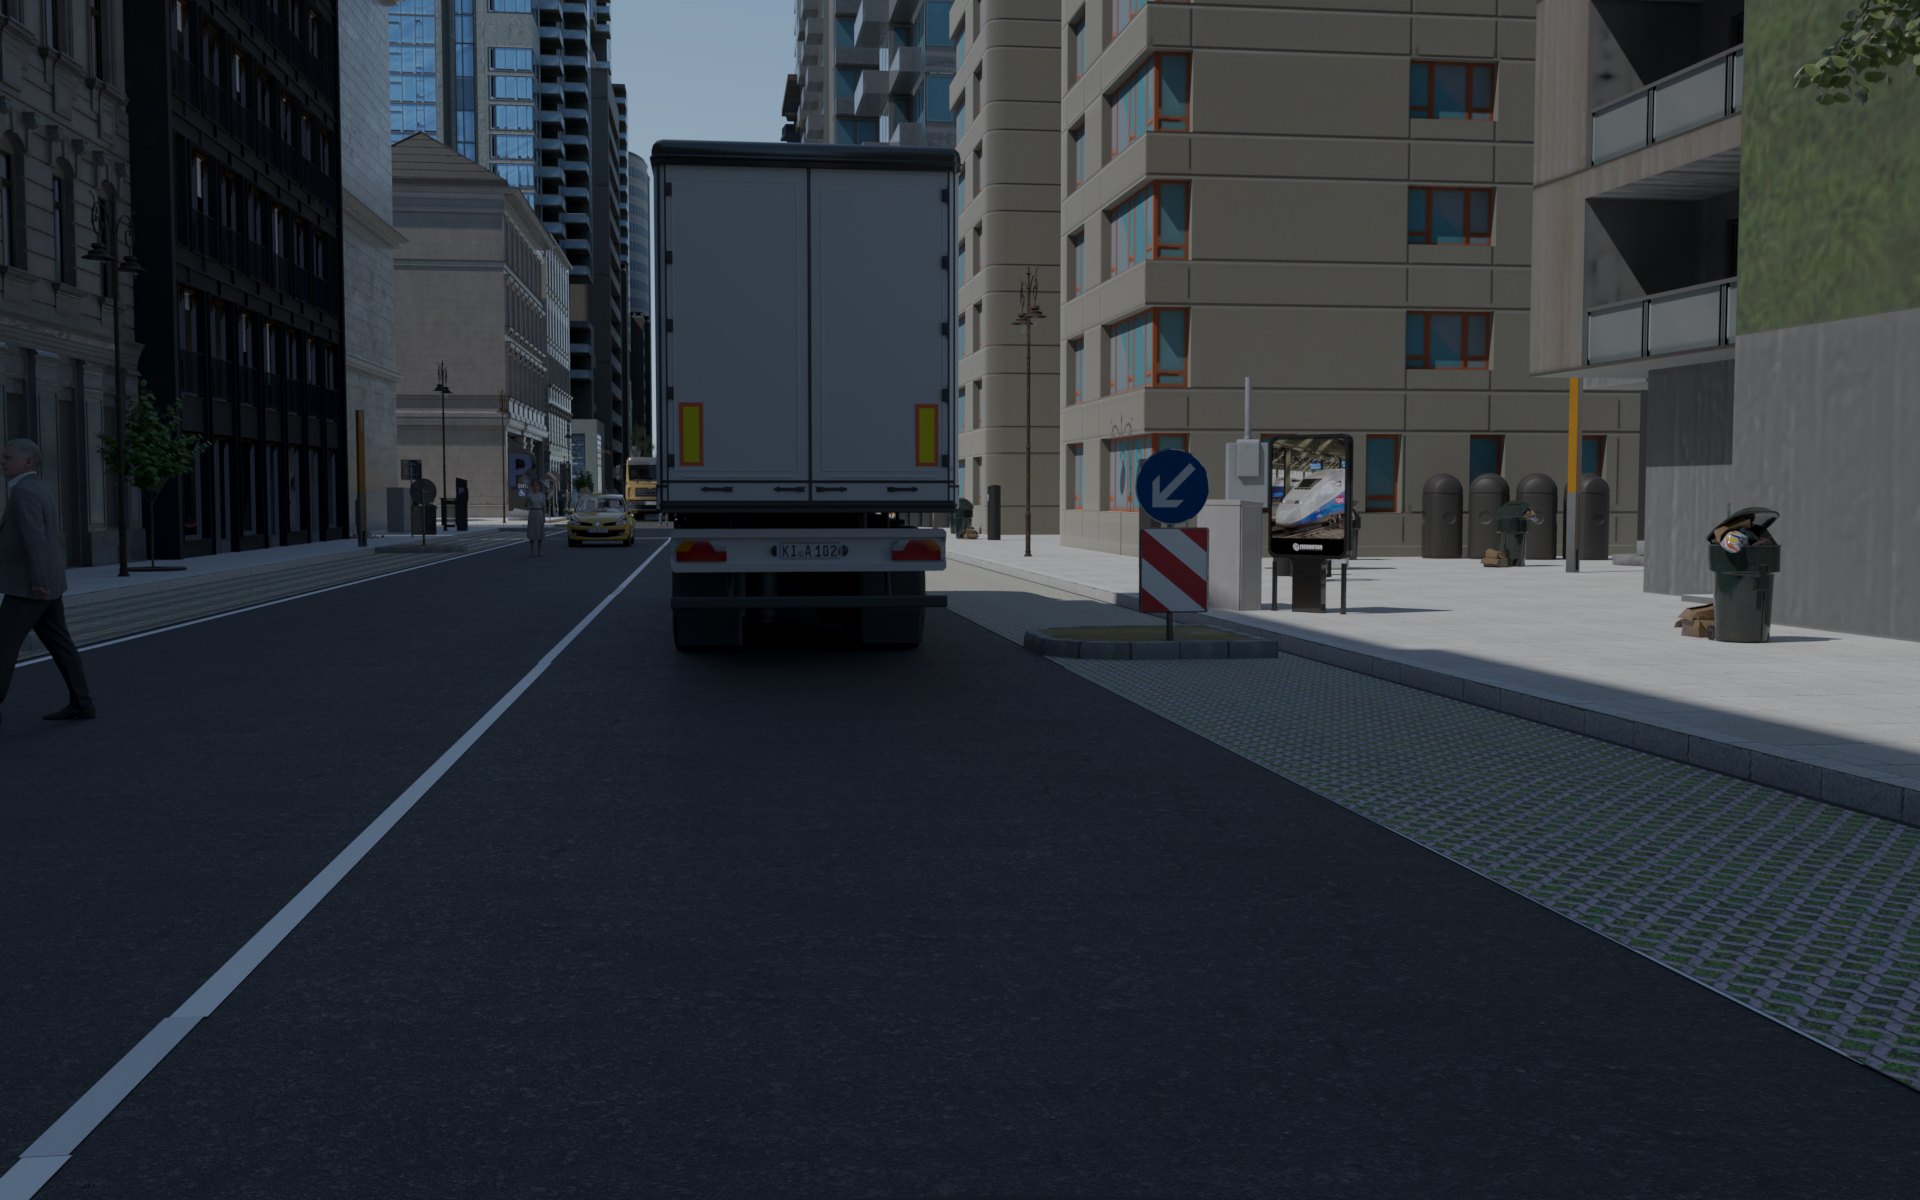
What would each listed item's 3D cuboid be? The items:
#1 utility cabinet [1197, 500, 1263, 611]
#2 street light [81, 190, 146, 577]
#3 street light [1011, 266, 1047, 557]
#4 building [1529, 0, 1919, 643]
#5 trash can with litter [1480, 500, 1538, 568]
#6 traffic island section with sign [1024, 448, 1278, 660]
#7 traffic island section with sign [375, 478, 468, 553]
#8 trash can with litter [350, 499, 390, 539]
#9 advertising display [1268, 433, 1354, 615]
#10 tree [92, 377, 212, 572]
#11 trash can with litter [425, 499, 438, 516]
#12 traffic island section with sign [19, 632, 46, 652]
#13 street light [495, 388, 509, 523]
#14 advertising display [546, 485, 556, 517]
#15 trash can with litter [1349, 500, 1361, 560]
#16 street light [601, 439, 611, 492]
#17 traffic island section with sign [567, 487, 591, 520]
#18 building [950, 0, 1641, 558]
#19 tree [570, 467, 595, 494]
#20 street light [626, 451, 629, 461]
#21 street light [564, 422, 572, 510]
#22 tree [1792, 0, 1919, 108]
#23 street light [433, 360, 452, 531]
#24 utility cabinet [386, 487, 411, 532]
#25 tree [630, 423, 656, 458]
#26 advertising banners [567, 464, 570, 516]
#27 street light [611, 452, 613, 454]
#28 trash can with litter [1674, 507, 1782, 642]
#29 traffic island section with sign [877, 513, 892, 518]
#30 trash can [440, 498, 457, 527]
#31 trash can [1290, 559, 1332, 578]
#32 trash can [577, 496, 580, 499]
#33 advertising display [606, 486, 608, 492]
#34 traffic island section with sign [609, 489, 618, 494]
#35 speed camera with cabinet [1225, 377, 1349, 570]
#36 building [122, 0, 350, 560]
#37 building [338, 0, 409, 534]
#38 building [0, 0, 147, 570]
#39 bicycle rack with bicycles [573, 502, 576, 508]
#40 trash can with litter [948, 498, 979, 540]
[{"bbox_3d":[3.026,-0.508,19.470,0.306,1.237,1.020,-1,4,-20],"label":"utility cabinet"},{"bbox_3d":[-13.010,-3.302,26.770,0.468,5.910,1.993,0,4,-8],"label":"street light"},{"bbox_3d":[1.396,-3.827,35.359,0.468,5.910,1.993,0,4,-8],"label":"street light"},{"bbox_3d":[14.593,-20.524,19.165,14.154,41.232,14.086,0,4,-8],"label":"building"},{"bbox_3d":[9.655,-1.169,30.500,1.055,1.170,0.624,-3,5,-44],"label":"trash can with litter"},{"bbox_3d":[1.638,-0.440,15.815,1.989,1.847,2.006,0,4,-8],"label":"traffic island section with sign"},{"bbox_3d":[-13.221,-2.080,42.637,1.989,1.847,2.006,0,4,-8],"label":"traffic island section with sign"},{"bbox_3d":[-17.322,-2.417,50.568,1.678,1.210,2.233,0,4,-6],"label":"trash can with litter"},{"bbox_3d":[3.776,-0.825,18.697,0.974,1.923,0.123,3,5,42],"label":"advertising display"},{"bbox_3d":[-13.674,-2.102,28.970,1.663,3.219,1.824,0,3,0],"label":"tree"},{"bbox_3d":[-22.991,-3.855,74.413,1.055,1.170,0.624,-1,4,-18],"label":"trash can with litter"},{"bbox_3d":[-9.454,-0.446,15.913,1.989,1.847,2.006,0,4,-8],"label":"traffic island section with sign"},{"bbox_3d":[-19.971,-6.295,75.719,0.468,5.910,1.993,0,4,-8],"label":"street light"},{"bbox_3d":[-22.673,-5.553,96.013,0.123,1.923,0.974,-3,4,-37],"label":"advertising display"},{"bbox_3d":[7.290,-1.374,33.845,1.055,1.170,0.624,2,4,33],"label":"trash can with litter"},{"bbox_3d":[-29.274,-10.382,142.531,0.468,5.910,1.993,0,4,-8],"label":"street light"},{"bbox_3d":[-20.792,-5.363,96.311,1.989,1.847,2.006,0,4,-8],"label":"traffic island section with sign"},{"bbox_3d":[15.332,-12.539,50.057,27.650,21.520,28.899,0,4,-8],"label":"building"},{"bbox_3d":[-27.607,-8.210,128.831,1.663,3.219,1.824,0,3,0],"label":"tree"},{"bbox_3d":[-35.169,-12.905,183.791,0.468,5.910,1.993,0,4,-8],"label":"street light"},{"bbox_3d":[-24.569,-8.318,108.792,0.468,5.910,1.993,0,4,-8],"label":"street light"},{"bbox_3d":[6.338,-5.459,7.384,7.486,12.596,7.792,0,3,0],"label":"tree"},{"bbox_3d":[-17.882,-5.335,60.007,0.468,5.910,1.993,0,4,-8],"label":"street light"},{"bbox_3d":[-18.566,-2.979,57.377,0.318,1.500,1.173,-3,5,-45],"label":"utility cabinet"},{"bbox_3d":[-41.540,-17.768,224.926,8.767,10.594,7.601,0,4,-7],"label":"tree"},{"bbox_3d":[-23.363,-6.551,103.290,0.090,3.025,2.074,-1,4,-10],"label":"advertising banners"},{"bbox_3d":[-30.458,-10.878,150.646,0.468,5.910,1.993,0,4,-8],"label":"street light"},{"bbox_3d":[6.706,-0.237,15.269,0.624,1.170,1.055,-1,4,-13],"label":"trash can with litter"},{"bbox_3d":[-2.202,-2.105,43.045,1.989,1.847,2.006,0,4,-8],"label":"traffic island section with sign"},{"bbox_3d":[-19.827,-3.398,67.215,0.748,1.137,0.748,0,3,0],"label":"trash can"},{"bbox_3d":[5.187,-0.852,25.586,0.748,1.137,0.748,0,3,0],"label":"trash can"},{"bbox_3d":[-25.837,-6.544,118.645,0.748,1.137,0.748,0,3,0],"label":"trash can"},{"bbox_3d":[-29.728,-8.607,145.935,0.123,1.923,0.974,-1,4,-11],"label":"advertising display"},{"bbox_3d":[-24.598,-7.010,123.246,1.989,1.847,2.006,0,4,-8],"label":"traffic island section with sign"},{"bbox_3d":[5.575,-2.151,29.509,2.038,3.252,0.660,0,4,4],"label":"speed camera with cabinet"},{"bbox_3d":[-22.386,-12.864,39.998,12.332,23.373,15.834,0,4,-8],"label":"building"},{"bbox_3d":[-31.172,-16.472,56.702,23.554,28.519,14.401,0,4,-8],"label":"building"},{"bbox_3d":[-19.015,-10.642,23.150,9.793,20.994,18.267,0,4,-8],"label":"building"},{"bbox_3d":[-31.589,-7.784,140.652,2.852,0.926,2.925,1,4,14],"label":"bicycle rack with bicycles"},{"bbox_3d":[0.245,-2.315,49.236,0.624,1.170,1.055,-2,4,-26],"label":"trash can with litter"}]
